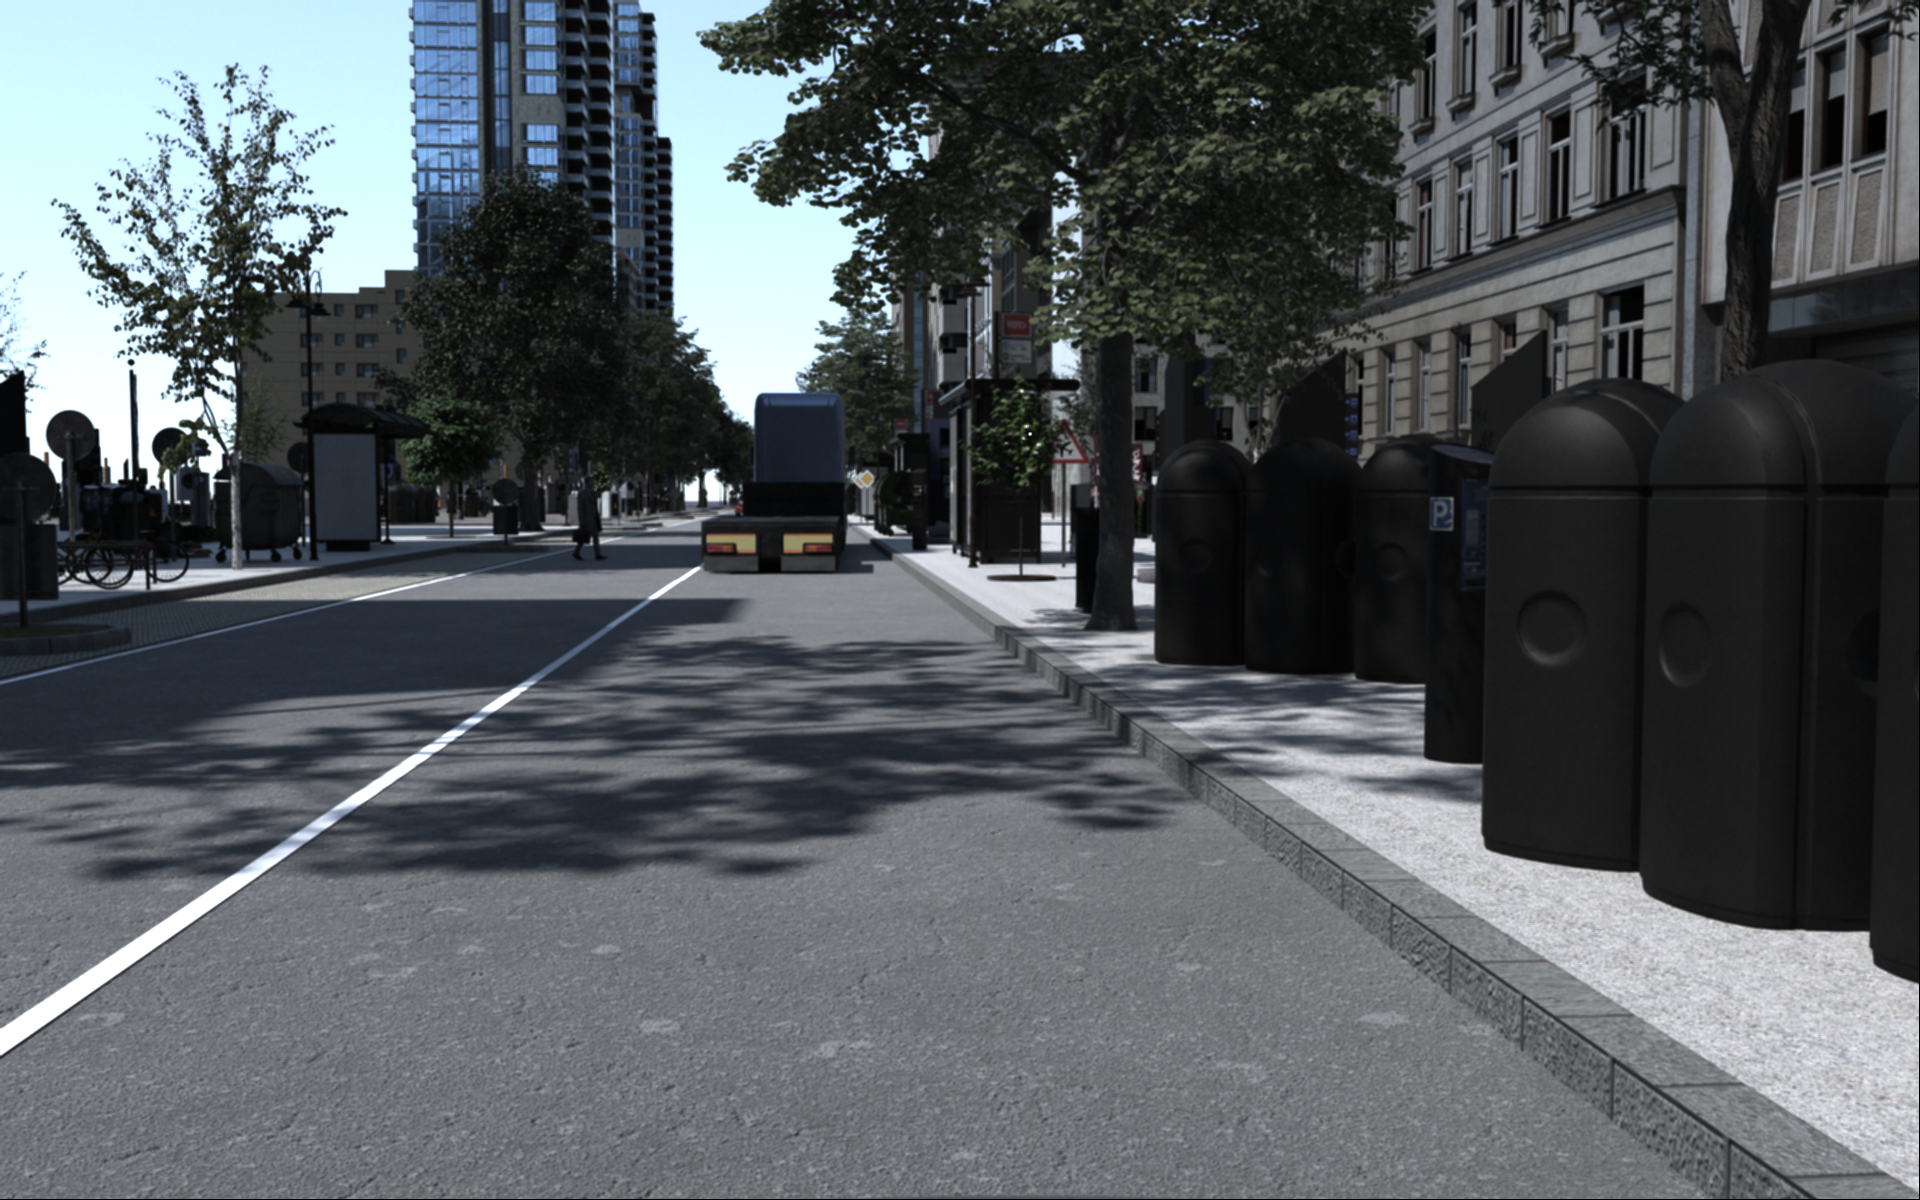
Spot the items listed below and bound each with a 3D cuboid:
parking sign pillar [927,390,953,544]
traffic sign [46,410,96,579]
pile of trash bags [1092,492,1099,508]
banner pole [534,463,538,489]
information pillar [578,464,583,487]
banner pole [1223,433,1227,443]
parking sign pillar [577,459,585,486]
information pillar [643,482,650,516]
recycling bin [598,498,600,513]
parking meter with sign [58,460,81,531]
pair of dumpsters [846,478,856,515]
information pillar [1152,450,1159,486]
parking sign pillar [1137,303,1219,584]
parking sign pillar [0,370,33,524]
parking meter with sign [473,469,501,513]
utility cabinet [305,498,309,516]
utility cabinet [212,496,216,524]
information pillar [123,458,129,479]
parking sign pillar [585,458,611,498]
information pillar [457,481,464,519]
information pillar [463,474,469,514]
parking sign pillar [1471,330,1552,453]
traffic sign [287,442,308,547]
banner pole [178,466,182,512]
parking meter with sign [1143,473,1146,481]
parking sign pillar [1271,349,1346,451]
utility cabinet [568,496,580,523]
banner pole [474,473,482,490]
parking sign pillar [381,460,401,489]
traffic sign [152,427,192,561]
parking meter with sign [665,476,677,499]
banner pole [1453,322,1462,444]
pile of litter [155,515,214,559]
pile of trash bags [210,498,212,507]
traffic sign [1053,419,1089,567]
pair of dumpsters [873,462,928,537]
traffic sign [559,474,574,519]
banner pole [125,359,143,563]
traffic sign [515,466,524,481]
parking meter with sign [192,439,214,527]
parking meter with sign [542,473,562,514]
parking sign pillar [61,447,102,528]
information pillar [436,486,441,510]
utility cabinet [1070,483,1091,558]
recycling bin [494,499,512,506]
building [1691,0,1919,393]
[{"bbox_3d":[-0.167,-3.439,44.694,1.447,3.967,1.447,2,4,29],"label":"parking sign pillar"},{"bbox_3d":[-13.460,-1.597,26.222,0.768,2.556,0.104,0,4,3],"label":"traffic sign"},{"bbox_3d":[8.192,-4.776,87.836,3.447,1.369,1.912,2,4,35],"label":"pile of trash bags"},{"bbox_3d":[-19.738,-5.518,80.236,0.863,3.779,0.401,2,4,33],"label":"banner pole"},{"bbox_3d":[-29.194,-8.685,133.346,0.504,3.616,0.183,2,4,30],"label":"information pillar"},{"bbox_3d":[10.761,-4.921,70.473,0.401,3.779,0.863,1,4,10],"label":"banner pole"},{"bbox_3d":[-29.501,-8.991,135.474,1.447,3.967,1.447,1,4,9],"label":"parking sign pillar"},{"bbox_3d":[-18.572,-6.007,102.705,0.304,2.012,0.304,3,5,43],"label":"information pillar"},{"bbox_3d":[-22.100,-5.758,106.690,0.722,1.027,0.722,3,5,40],"label":"recycling bin"},{"bbox_3d":[-31.543,-3.983,61.384,0.543,3.016,1.738,-1,4,-15],"label":"parking meter with sign"},{"bbox_3d":[-6.534,-6.518,109.069,1.574,2.255,4.437,0,4,-5],"label":"pair of dumpsters"},{"bbox_3d":[9.158,-5.459,80.606,0.504,3.616,0.183,3,5,41],"label":"information pillar"},{"bbox_3d":[3.306,-2.244,25.158,1.447,3.967,1.447,0,4,-5],"label":"parking sign pillar"},{"bbox_3d":[-20.961,-3.007,37.632,1.447,3.967,1.447,-1,4,-15],"label":"parking sign pillar"},{"bbox_3d":[-32.703,-7.591,120.380,1.738,3.016,0.543,-1,4,-8],"label":"parking meter with sign"},{"bbox_3d":[-37.116,-5.445,97.706,0.318,1.500,1.173,0,4,8],"label":"utility cabinet"},{"bbox_3d":[-31.952,-3.926,75.347,1.020,1.237,0.306,-2,4,-29],"label":"utility cabinet"},{"bbox_3d":[-53.763,-7.363,111.735,0.183,3.616,0.504,0,4,4],"label":"information pillar"},{"bbox_3d":[-25.856,-8.345,124.910,1.447,3.967,1.447,0,4,8],"label":"parking sign pillar"},{"bbox_3d":[-25.467,-5.125,88.290,0.304,2.012,0.304,-1,4,-19],"label":"information pillar"},{"bbox_3d":[-27.767,-6.468,97.100,0.504,3.616,0.183,-2,4,-33],"label":"information pillar"},{"bbox_3d":[9.253,-2.483,29.067,1.447,3.967,1.447,-3,5,-43],"label":"parking sign pillar"},{"bbox_3d":[-16.036,-2.578,42.253,0.768,2.556,0.104,0,4,3],"label":"traffic sign"},{"bbox_3d":[-40.505,-6.109,89.900,0.401,3.779,0.863,-2,4,-35],"label":"banner pole"},{"bbox_3d":[6.336,-4.055,62.558,1.738,3.016,0.543,3,5,43],"label":"parking meter with sign"},{"bbox_3d":[6.458,-2.672,32.163,1.447,3.967,1.447,-1,4,-12],"label":"parking sign pillar"},{"bbox_3d":[-16.718,-3.984,76.301,1.020,1.237,0.306,0,4,-6],"label":"utility cabinet"},{"bbox_3d":[-35.644,-8.431,127.860,0.863,3.779,0.401,-3,4,-37],"label":"banner pole"},{"bbox_3d":[-35.504,-7.318,108.118,1.447,3.967,1.447,2,4,31],"label":"parking sign pillar"},{"bbox_3d":[-15.036,-2.015,33.055,0.768,2.556,0.104,0,4,0],"label":"traffic sign"},{"bbox_3d":[-25.284,-9.434,150.501,1.738,3.016,0.543,-2,4,-33],"label":"parking meter with sign"},{"bbox_3d":[7.174,-2.146,25.105,0.401,3.779,0.863,1,4,18],"label":"banner pole"},{"bbox_3d":[-15.751,-1.296,35.161,1.176,0.858,1.719,0,3,0],"label":"pile of litter"},{"bbox_3d":[-37.941,-4.882,89.565,1.912,1.369,3.447,1,4,22],"label":"pile of trash bags"},{"bbox_3d":[1.811,-1.847,30.205,0.884,2.594,0.081,0,4,2],"label":"traffic sign"},{"bbox_3d":[-1.860,-3.159,54.151,1.574,2.255,4.437,0,4,-5],"label":"pair of dumpsters"},{"bbox_3d":[-19.851,-5.340,87.407,0.768,2.556,0.104,0,4,1],"label":"traffic sign"},{"bbox_3d":[-15.212,-2.566,31.967,0.401,3.779,0.863,-2,4,-33],"label":"banner pole"},{"bbox_3d":[-17.017,-4.136,67.728,0.768,2.556,0.104,0,4,2],"label":"traffic sign"},{"bbox_3d":[-24.512,-3.655,56.027,0.543,3.016,1.738,-1,4,-16],"label":"parking meter with sign"},{"bbox_3d":[-26.385,-7.047,111.480,0.543,3.016,1.738,2,4,34],"label":"parking meter with sign"},{"bbox_3d":[-33.564,-4.754,66.193,1.447,3.967,1.447,-1,4,-13],"label":"parking sign pillar"},{"bbox_3d":[-42.085,-9.075,139.725,0.183,3.616,0.504,-3,5,-44],"label":"information pillar"},{"bbox_3d":[2.394,-1.590,34.676,0.318,1.500,1.173,0,4,-1],"label":"utility cabinet"},{"bbox_3d":[-23.473,-4.672,88.944,0.722,1.027,0.722,-3,5,-39],"label":"recycling bin"},{"bbox_3d":[19.263,-12.344,19.848,12.078,24.808,19.932,0,4,-5],"label":"building"}]
